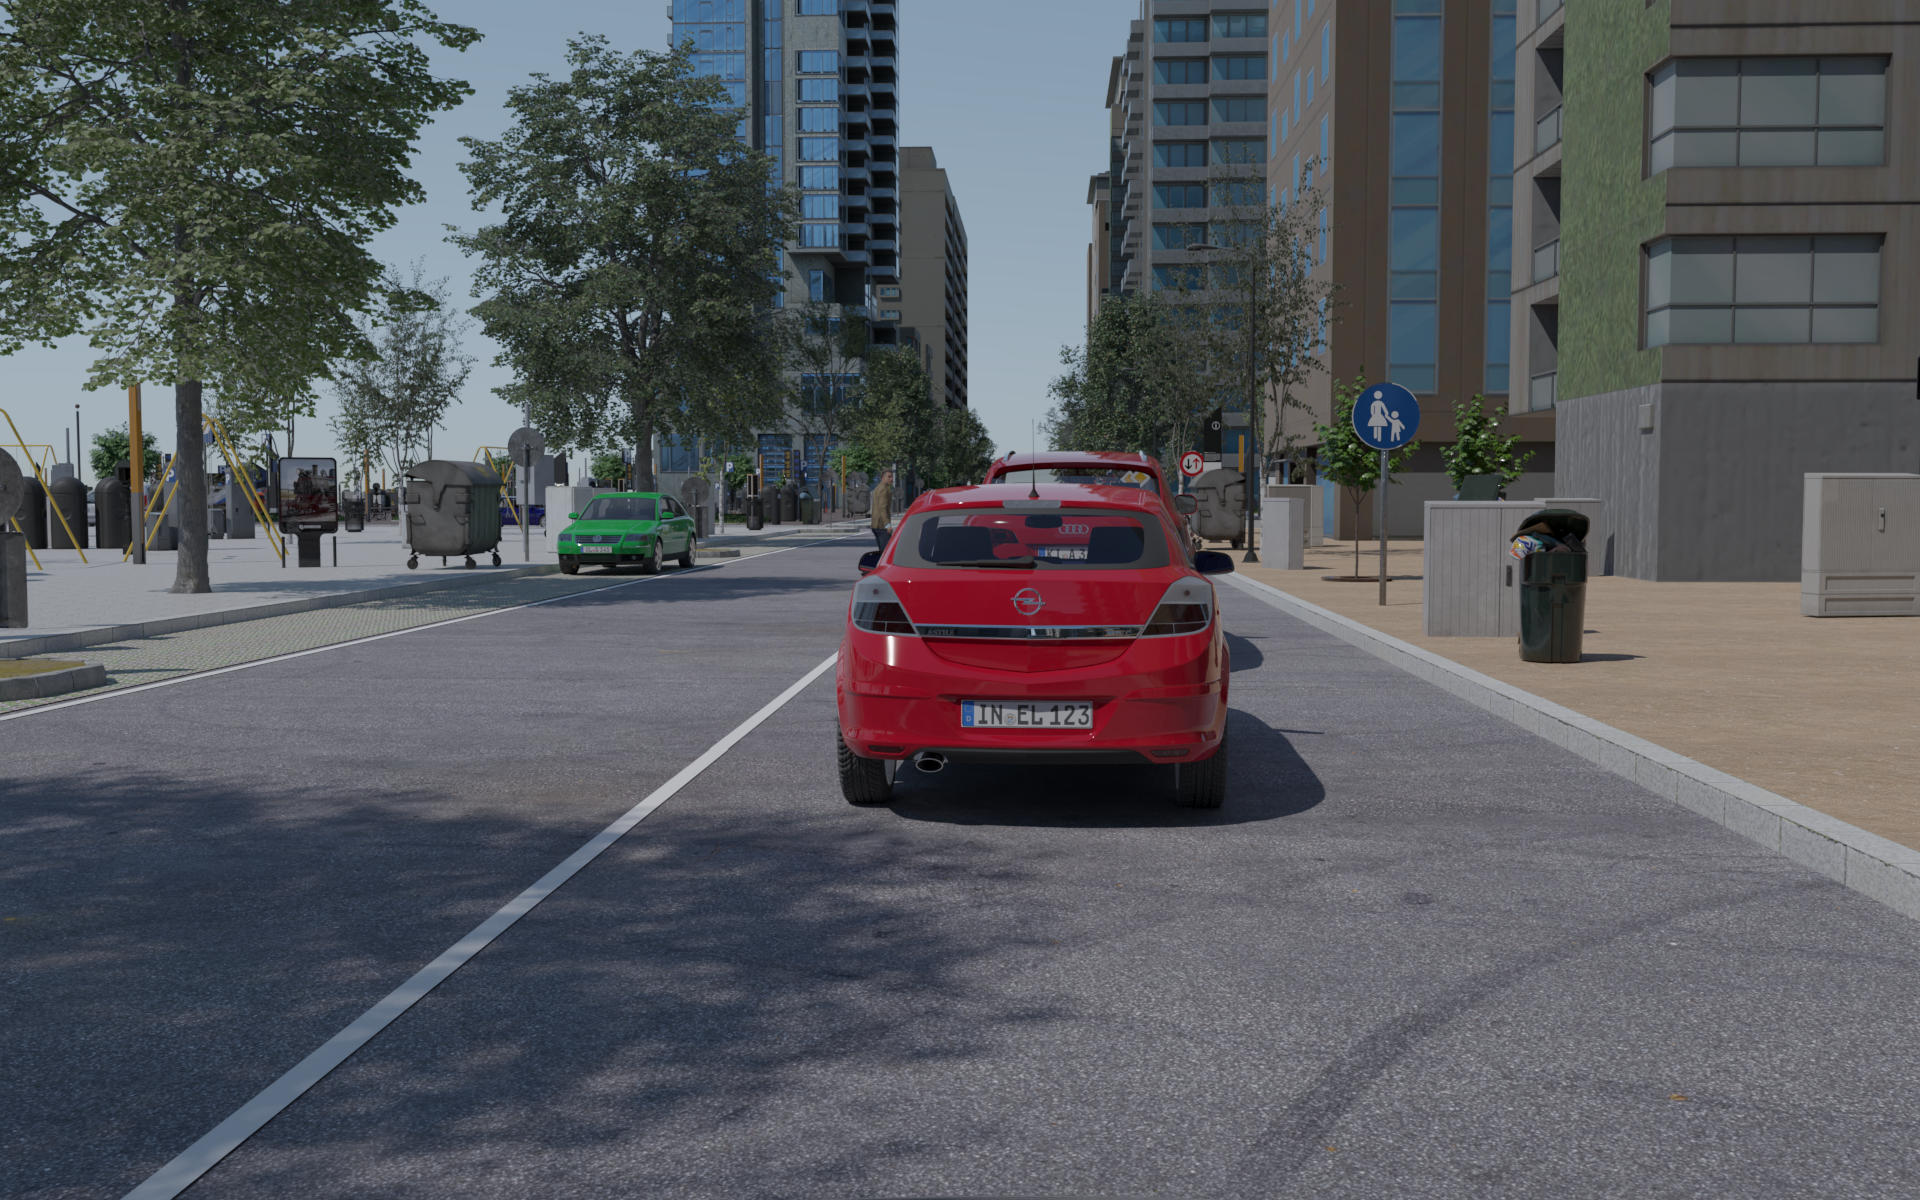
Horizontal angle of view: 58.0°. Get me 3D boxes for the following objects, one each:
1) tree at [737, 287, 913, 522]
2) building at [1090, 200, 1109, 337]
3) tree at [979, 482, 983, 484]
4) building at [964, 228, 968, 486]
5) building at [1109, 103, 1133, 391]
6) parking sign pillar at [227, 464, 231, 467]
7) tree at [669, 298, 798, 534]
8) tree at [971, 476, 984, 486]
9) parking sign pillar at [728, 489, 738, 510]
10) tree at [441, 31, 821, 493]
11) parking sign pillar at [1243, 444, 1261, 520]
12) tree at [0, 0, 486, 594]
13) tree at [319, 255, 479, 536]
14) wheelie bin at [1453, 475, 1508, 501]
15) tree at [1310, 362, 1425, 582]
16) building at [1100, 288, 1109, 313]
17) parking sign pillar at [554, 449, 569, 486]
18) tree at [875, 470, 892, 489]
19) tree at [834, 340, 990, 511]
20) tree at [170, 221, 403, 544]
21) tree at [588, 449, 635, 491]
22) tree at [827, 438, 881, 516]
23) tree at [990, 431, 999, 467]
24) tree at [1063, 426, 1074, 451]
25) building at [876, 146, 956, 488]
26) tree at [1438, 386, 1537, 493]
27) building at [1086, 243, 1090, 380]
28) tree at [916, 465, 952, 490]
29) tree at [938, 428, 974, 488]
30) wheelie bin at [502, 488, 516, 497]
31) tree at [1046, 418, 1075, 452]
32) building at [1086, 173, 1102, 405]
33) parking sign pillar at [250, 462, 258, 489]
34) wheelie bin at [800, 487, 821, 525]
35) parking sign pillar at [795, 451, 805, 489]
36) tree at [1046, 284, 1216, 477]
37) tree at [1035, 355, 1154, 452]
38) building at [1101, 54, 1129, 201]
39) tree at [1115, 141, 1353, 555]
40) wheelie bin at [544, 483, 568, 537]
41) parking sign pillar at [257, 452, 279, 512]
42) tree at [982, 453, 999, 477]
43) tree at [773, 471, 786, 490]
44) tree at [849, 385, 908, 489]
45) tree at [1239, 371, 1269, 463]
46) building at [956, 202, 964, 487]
[{"bbox_3d":[-6.461,-8.829,78.769,8.767,10.594,7.601,0,4,-6],"label":"tree"},{"bbox_3d":[27.162,-37.082,256.396,14.600,45.320,14.200,0,4,3],"label":"building"},{"bbox_3d":[1.599,-17.753,240.627,4.737,8.622,4.395,0,3,0],"label":"tree"},{"bbox_3d":[-9.829,-40.674,288.726,21.300,48.544,21.600,0,4,3],"label":"building"},{"bbox_3d":[22.827,-30.631,184.407,14.154,41.232,14.086,0,4,3],"label":"building"},{"bbox_3d":[-60.929,-9.607,145.547,1.447,3.967,1.447,-3,4,-36],"label":"parking sign pillar"},{"bbox_3d":[-7.626,-6.477,56.269,4.737,8.622,4.395,0,3,0],"label":"tree"},{"bbox_3d":[2.953,-17.641,272.139,4.285,4.588,4.351,0,3,0],"label":"tree"},{"bbox_3d":[-18.949,-9.428,142.615,1.447,3.967,1.447,1,4,11],"label":"parking sign pillar"},{"bbox_3d":[-8.699,-8.575,46.849,9.857,13.997,8.962,0,3,0],"label":"tree"},{"bbox_3d":[14.121,-5.932,85.459,1.447,3.967,1.447,2,4,25],"label":"parking sign pillar"},{"bbox_3d":[-10.168,-6.382,22.471,7.486,12.596,7.792,0,3,0],"label":"tree"},{"bbox_3d":[-17.344,-6.284,53.112,4.360,8.622,3.978,0,3,0],"label":"tree"},{"bbox_3d":[8.555,-1.255,28.433,0.980,1.594,0.693,3,5,40],"label":"wheelie bin"},{"bbox_3d":[6.007,-1.893,25.560,1.663,3.219,1.824,0,3,0],"label":"tree"},{"bbox_3d":[26.517,-28.786,242.357,14.160,30.474,14.107,0,4,3],"label":"building"},{"bbox_3d":[-24.323,-7.112,104.755,1.447,3.967,1.447,1,4,17],"label":"parking sign pillar"},{"bbox_3d":[-6.552,-11.564,139.439,4.360,8.622,3.978,0,3,0],"label":"tree"},{"bbox_3d":[-4.674,-13.003,129.604,9.611,12.733,9.660,0,3,0],"label":"tree"},{"bbox_3d":[-17.370,-5.730,44.047,4.737,8.622,4.395,0,3,0],"label":"tree"},{"bbox_3d":[-23.566,-8.180,117.449,4.285,4.588,4.351,0,3,0],"label":"tree"},{"bbox_3d":[-6.200,-7.211,101.615,4.285,4.588,4.351,0,3,0],"label":"tree"},{"bbox_3d":[0.695,-18.664,222.158,9.611,12.733,9.660,0,3,0],"label":"tree"},{"bbox_3d":[12.465,-13.853,176.850,4.737,8.622,4.395,0,3,0],"label":"tree"},{"bbox_3d":[-12.166,-37.997,244.946,21.300,48.544,21.600,0,4,3],"label":"building"},{"bbox_3d":[8.989,-2.192,30.442,1.663,3.219,1.824,0,3,0],"label":"tree"},{"bbox_3d":[28.852,-39.652,298.412,14.600,45.320,14.200,0,4,3],"label":"building"},{"bbox_3d":[-2.356,-10.683,158.379,4.285,4.588,4.351,0,3,0],"label":"tree"},{"bbox_3d":[-0.854,-14.681,190.394,4.737,8.622,4.395,0,3,0],"label":"tree"},{"bbox_3d":[-22.832,-4.921,88.359,0.980,1.594,0.693,-1,4,-12],"label":"wheelie bin"},{"bbox_3d":[15.064,-19.126,230.829,7.486,12.596,7.792,0,3,0],"label":"tree"},{"bbox_3d":[34.813,-42.042,276.630,28.713,52.752,27.495,0,4,3],"label":"building"},{"bbox_3d":[-55.636,-9.123,137.627,1.447,3.967,1.447,-2,4,-27],"label":"parking sign pillar"},{"bbox_3d":[-6.301,-3.955,72.568,0.693,1.594,0.980,2,4,25],"label":"wheelie bin"},{"bbox_3d":[-10.140,-7.380,109.130,1.447,3.967,1.447,-1,4,-19],"label":"parking sign pillar"},{"bbox_3d":[9.505,-10.883,94.942,9.611,12.733,9.660,0,3,0],"label":"tree"},{"bbox_3d":[11.233,-13.941,138.313,12.009,13.543,11.850,0,3,0],"label":"tree"},{"bbox_3d":[31.898,-37.646,204.753,28.713,52.752,27.495,0,4,3],"label":"building"},{"bbox_3d":[6.197,-5.224,35.779,4.360,8.622,3.978,0,3,0],"label":"tree"},{"bbox_3d":[-11.992,-2.667,51.513,0.980,1.594,0.693,1,4,10],"label":"wheelie bin"},{"bbox_3d":[-39.723,-6.886,101.057,1.447,3.967,1.447,1,4,13],"label":"parking sign pillar"},{"bbox_3d":[4.287,-22.615,304.171,8.767,10.594,7.601,0,4,6],"label":"tree"},{"bbox_3d":[-12.849,-8.154,127.926,1.663,3.219,1.824,0,3,0],"label":"tree"},{"bbox_3d":[-5.242,-10.044,114.577,4.737,8.622,4.395,0,3,0],"label":"tree"},{"bbox_3d":[18.799,-9.347,103.192,4.737,8.622,4.395,0,3,0],"label":"tree"},{"bbox_3d":[-10.935,-39.313,266.471,21.300,48.544,21.600,0,4,3],"label":"building"}]
